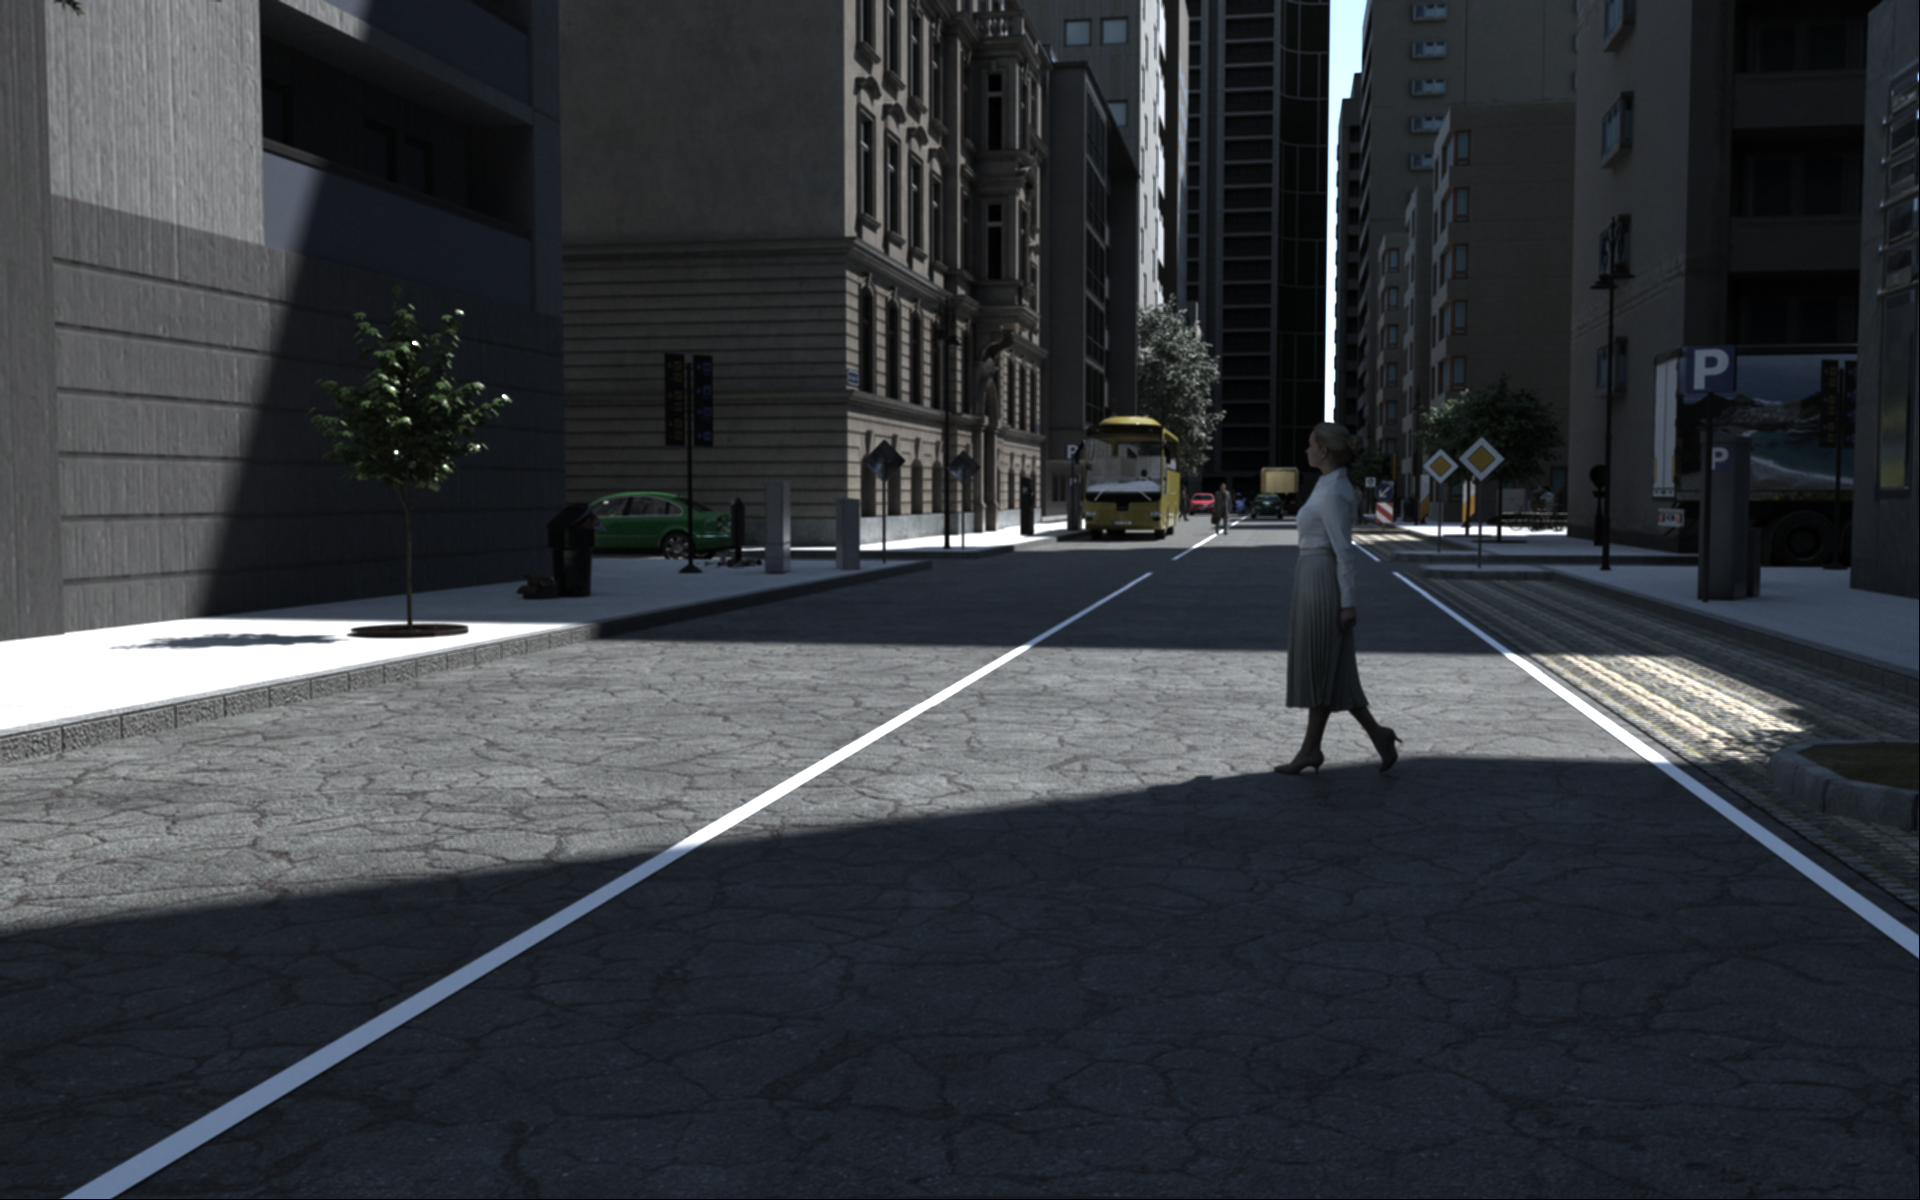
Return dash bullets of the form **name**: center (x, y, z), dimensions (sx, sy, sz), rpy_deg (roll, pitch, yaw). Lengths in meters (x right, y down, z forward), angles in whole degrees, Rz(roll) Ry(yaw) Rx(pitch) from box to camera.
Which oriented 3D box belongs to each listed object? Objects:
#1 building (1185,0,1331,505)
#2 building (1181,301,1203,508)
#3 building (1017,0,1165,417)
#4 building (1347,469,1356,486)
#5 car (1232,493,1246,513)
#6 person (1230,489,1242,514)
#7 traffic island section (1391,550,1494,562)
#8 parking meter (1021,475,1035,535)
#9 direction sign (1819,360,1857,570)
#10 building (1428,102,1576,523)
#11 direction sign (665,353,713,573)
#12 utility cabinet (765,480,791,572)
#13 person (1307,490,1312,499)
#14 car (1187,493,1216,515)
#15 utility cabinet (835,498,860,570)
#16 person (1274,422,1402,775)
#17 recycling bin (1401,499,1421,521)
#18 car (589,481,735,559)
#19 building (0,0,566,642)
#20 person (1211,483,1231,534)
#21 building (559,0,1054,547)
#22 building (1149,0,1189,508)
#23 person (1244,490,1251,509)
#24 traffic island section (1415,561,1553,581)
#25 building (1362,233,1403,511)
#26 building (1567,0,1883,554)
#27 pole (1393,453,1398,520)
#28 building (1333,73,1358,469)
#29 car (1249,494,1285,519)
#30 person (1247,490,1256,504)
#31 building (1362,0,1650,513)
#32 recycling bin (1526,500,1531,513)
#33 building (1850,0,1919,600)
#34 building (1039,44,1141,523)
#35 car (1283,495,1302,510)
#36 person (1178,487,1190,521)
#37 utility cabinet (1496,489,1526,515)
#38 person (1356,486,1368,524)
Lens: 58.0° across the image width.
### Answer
- **building**: center (32.972, -46.870, 204.581), dimensions (20.611, 71.187, 20.563), rpy_deg (1, 4, 11)
- **building**: center (9.604, -20.313, 177.165), dimensions (28.899, 21.520, 27.650), rpy_deg (1, 4, 11)
- **building**: center (1.110, -33.053, 129.648), dimensions (28.713, 52.752, 27.495), rpy_deg (1, 4, 11)
- **building**: center (49.042, -44.858, 171.682), dimensions (20.563, 71.187, 20.611), rpy_deg (1, 4, 11)
- **car**: center (20.349, -7.301, 128.965), dimensions (1.945, 1.707, 3.694), rpy_deg (1, 4, 10)
- **person**: center (19.603, -7.081, 124.376), dimensions (1.348, 1.812, 0.705), rpy_deg (1, 4, 18)
- **traffic island section**: center (10.507, -0.956, 37.912), dimensions (2.009, 0.180, 2.903), rpy_deg (1, 4, 11)
- **parking meter**: center (2.117, -2.972, 54.296), dimensions (0.399, 1.863, 0.255), rpy_deg (2, 4, 35)
- **direction sign**: center (14.922, -2.289, 29.415), dimensions (0.876, 3.537, 0.379), rpy_deg (-1, 4, -21)
- **building**: center (38.079, -14.936, 89.240), dimensions (27.650, 21.520, 28.899), rpy_deg (1, 4, 11)
- **direction sign**: center (-4.398, -2.213, 28.183), dimensions (0.876, 3.537, 0.379), rpy_deg (-3, 5, -40)
- **utility cabinet**: center (-3.001, -1.207, 28.421), dimensions (0.318, 1.500, 1.173), rpy_deg (0, 4, 0)
- **person**: center (34.754, -9.999, 171.989), dimensions (0.705, 1.823, 1.348), rpy_deg (-1, 4, -10)
- **car**: center (16.487, -6.627, 117.396), dimensions (2.155, 1.783, 4.494), rpy_deg (1, 4, 10)
- **utility cabinet**: center (-1.919, -1.132, 29.674), dimensions (0.306, 1.237, 1.020), rpy_deg (-1, 4, -11)
- **person**: center (1.937, -0.006, 8.823), dimensions (0.641, 1.798, 0.478), rpy_deg (2, 4, 25)
- **recycling bin**: center (21.652, -4.315, 83.101), dimensions (0.722, 1.027, 0.722), rpy_deg (-1, 4, -19)
- **car**: center (-6.930, -1.672, 36.140), dimensions (4.718, 1.807, 1.959), rpy_deg (1, 4, 9)
- **building**: center (-20.749, -29.450, 23.503), dimensions (28.212, 58.520, 21.231), rpy_deg (1, 4, 11)
- **person**: center (9.299, -3.236, 61.517), dimensions (0.694, 1.812, 0.767), rpy_deg (0, 4, -2)
- **building**: center (-4.648, -14.667, 58.886), dimensions (14.460, 24.649, 34.723), rpy_deg (1, 4, 11)
- **building**: center (12.190, -30.512, 148.975), dimensions (14.600, 45.320, 14.200), rpy_deg (1, 4, 11)
- **person**: center (27.518, -9.521, 164.304), dimensions (1.348, 1.807, 0.705), rpy_deg (2, 4, 30)
- **traffic island section**: center (9.035, -0.476, 30.064), dimensions (2.009, 0.180, 2.903), rpy_deg (1, 4, 11)
- **building**: center (44.345, -17.218, 126.560), dimensions (27.650, 21.520, 28.899), rpy_deg (1, 4, 11)
- **building**: center (27.758, -25.729, 44.370), dimensions (21.600, 48.544, 21.300), rpy_deg (1, 4, 11)
- **pole**: center (21.347, -5.575, 85.002), dimensions (0.158, 3.312, 0.155), rpy_deg (0, 3, 0)
- **building**: center (54.546, -35.334, 201.405), dimensions (21.600, 48.544, 21.300), rpy_deg (1, 4, 11)
- **car**: center (18.130, -5.533, 102.270), dimensions (2.131, 1.459, 4.920), rpy_deg (1, 4, 9)
- **person**: center (25.260, -8.602, 149.282), dimensions (1.348, 1.807, 0.705), rpy_deg (-2, 4, -29)
- **building**: center (46.244, -32.279, 151.464), dimensions (21.300, 48.544, 21.600), rpy_deg (1, 4, 11)
- **recycling bin**: center (25.183, -3.848, 75.476), dimensions (0.722, 1.027, 0.722), rpy_deg (-3, 5, -41)
- **building**: center (20.260, -42.267, 3.731), dimensions (22.319, 86.520, 31.000), rpy_deg (1, 4, 11)
- **building**: center (1.118, -16.632, 90.996), dimensions (14.314, 24.678, 30.058), rpy_deg (1, 4, 11)
- **car**: center (29.805, -8.799, 155.861), dimensions (2.014, 1.417, 4.499), rpy_deg (1, 4, 11)
- **person**: center (11.794, -5.087, 91.637), dimensions (0.822, 1.834, 0.622), rpy_deg (-1, 4, -15)
- **utility cabinet**: center (23.968, -4.078, 75.350), dimensions (1.173, 1.500, 0.318), rpy_deg (3, 4, 39)
- **person**: center (18.805, -4.463, 81.594), dimensions (0.853, 1.813, 0.709), rpy_deg (0, 4, -8)
